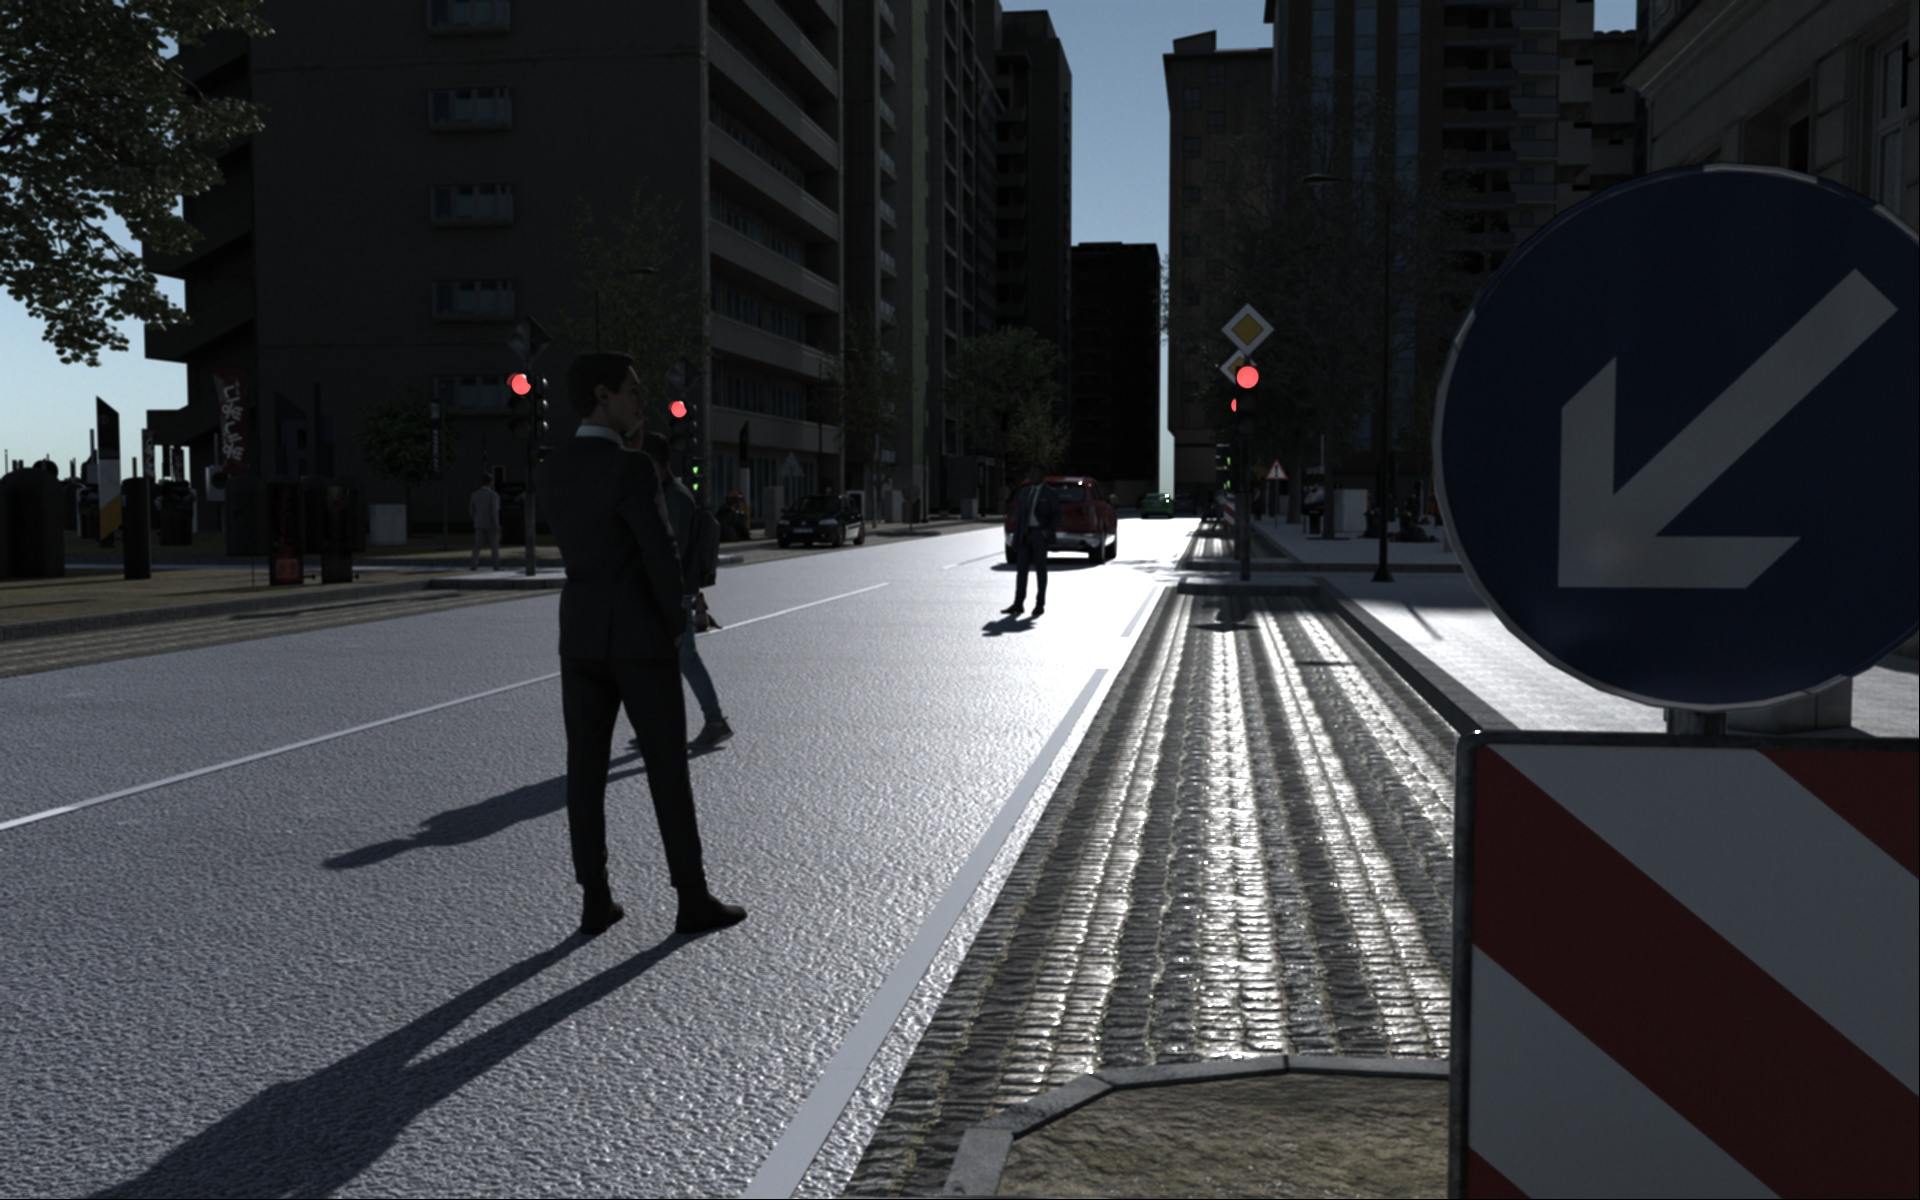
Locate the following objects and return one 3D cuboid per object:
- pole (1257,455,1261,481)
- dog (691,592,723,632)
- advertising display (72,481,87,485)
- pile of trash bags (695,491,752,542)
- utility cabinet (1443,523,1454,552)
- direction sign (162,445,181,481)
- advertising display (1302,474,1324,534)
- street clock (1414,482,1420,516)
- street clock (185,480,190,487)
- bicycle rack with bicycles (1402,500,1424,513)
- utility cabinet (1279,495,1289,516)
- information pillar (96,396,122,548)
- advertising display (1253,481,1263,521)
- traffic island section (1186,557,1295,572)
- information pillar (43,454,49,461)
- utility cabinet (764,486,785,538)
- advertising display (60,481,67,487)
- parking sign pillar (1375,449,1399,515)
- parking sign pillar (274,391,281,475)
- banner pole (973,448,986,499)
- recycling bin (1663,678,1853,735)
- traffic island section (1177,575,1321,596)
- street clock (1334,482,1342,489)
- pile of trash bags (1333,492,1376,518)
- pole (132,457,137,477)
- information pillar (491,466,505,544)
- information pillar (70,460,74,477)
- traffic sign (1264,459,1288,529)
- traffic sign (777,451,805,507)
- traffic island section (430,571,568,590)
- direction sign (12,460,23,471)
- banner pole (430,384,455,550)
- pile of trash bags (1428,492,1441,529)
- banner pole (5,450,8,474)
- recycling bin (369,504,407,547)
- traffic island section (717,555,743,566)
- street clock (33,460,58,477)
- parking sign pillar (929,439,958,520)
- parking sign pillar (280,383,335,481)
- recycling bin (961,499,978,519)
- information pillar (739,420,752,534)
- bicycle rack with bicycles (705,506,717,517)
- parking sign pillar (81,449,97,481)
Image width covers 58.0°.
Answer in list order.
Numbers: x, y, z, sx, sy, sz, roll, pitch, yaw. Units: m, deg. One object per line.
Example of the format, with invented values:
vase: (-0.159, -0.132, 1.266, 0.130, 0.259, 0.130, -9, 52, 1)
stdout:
pole: (15.505, -5.878, 89.953, 0.158, 3.312, 0.155, 0, 3, 0)
dog: (-2.646, 0.117, 18.283, 0.550, 0.427, 0.748, 3, 4, 37)
advertising display: (-42.811, -4.854, 84.570, 0.123, 1.923, 0.974, 2, 4, 35)
pile of trash bags: (-6.595, -2.306, 47.464, 1.912, 1.369, 3.447, 1, 4, 9)
utility cabinet: (11.262, -1.665, 38.388, 1.020, 1.237, 0.306, 0, 4, 5)
direction sign: (-35.596, -5.279, 78.312, 0.379, 3.537, 0.876, 2, 4, 35)
advertising display: (11.416, -3.086, 55.674, 0.123, 1.923, 0.974, -3, 4, -38)
street clock: (27.146, -5.997, 102.626, 0.471, 2.002, 0.358, -2, 4, -35)
street clock: (-39.944, -5.177, 89.220, 0.358, 2.002, 0.471, 3, 5, 40)
bicycle rack with bicycles: (26.726, -5.279, 99.693, 2.852, 0.926, 2.925, 1, 4, 19)
utility cabinet: (19.067, -5.469, 100.584, 1.020, 1.237, 0.306, 1, 4, 15)
information pillar: (-20.354, -3.062, 41.411, 0.504, 3.616, 0.183, -2, 4, -34)
advertising display: (14.509, -4.842, 84.385, 0.123, 1.923, 0.974, -1, 4, -10)
traffic island section: (5.406, -0.689, 33.552, 2.009, 0.180, 2.903, 1, 4, 8)
information pillar: (-53.112, -6.704, 100.965, 0.183, 3.616, 0.504, -2, 4, -25)
utility cabinet: (-5.418, -2.555, 50.451, 0.318, 1.500, 1.173, -1, 4, -21)
advertising display: (-43.152, -4.739, 82.704, 0.974, 1.923, 0.123, -3, 4, -38)
parking sign pillar: (25.714, -7.085, 104.313, 1.447, 3.967, 1.447, -3, 5, -43)
parking sign pillar: (-17.347, -3.500, 45.702, 1.447, 3.967, 1.447, 3, 5, 39)
banner pole: (0.992, -6.321, 93.363, 0.863, 3.779, 0.401, 1, 4, 15)
recycling bin: (4.455, 0.177, 9.664, 0.722, 1.027, 0.722, -2, 4, -30)
traffic island section: (4.245, -0.206, 25.651, 2.009, 0.180, 2.903, 1, 4, 8)
street clock: (22.599, -6.055, 103.573, 0.471, 2.002, 0.358, -3, 4, -36)
pile of trash bags: (19.805, -4.679, 86.256, 1.912, 1.369, 3.447, 0, 4, -6)
pole: (-45.731, -6.249, 96.019, 0.158, 3.312, 0.155, 0, 3, 0)
information pillar: (-11.926, -2.463, 44.769, 0.304, 2.012, 0.304, -1, 4, -22)
information pillar: (-61.078, -7.822, 119.236, 0.183, 3.616, 0.504, -1, 4, -8)
traffic sign: (11.659, -3.905, 63.849, 0.884, 2.594, 0.081, 1, 4, 10)
traffic sign: (-5.064, -3.175, 51.913, 0.884, 2.594, 0.081, 1, 4, 14)
traffic island section: (-6.777, -0.305, 27.269, 2.009, 0.180, 2.903, 1, 4, 8)
direction sign: (-62.707, -7.545, 115.361, 0.876, 3.537, 0.379, 1, 4, 17)
banner pole: (-11.951, -3.042, 39.761, 0.401, 3.779, 0.863, -3, 5, -44)
pile of trash bags: (18.983, -3.303, 63.750, 3.447, 1.369, 1.912, 2, 4, 25)
banner pole: (-53.943, -6.609, 98.068, 0.401, 3.779, 0.863, -2, 4, -26)
recycling bin: (-14.114, -1.846, 42.739, 0.722, 1.027, 0.722, -2, 4, -33)
traffic island section: (-5.617, -0.788, 35.170, 2.009, 0.180, 2.903, 1, 4, 8)
street clock: (-19.659, -1.999, 37.259, 0.471, 2.002, 0.358, 1, 4, 11)
parking sign pillar: (-0.800, -5.943, 85.633, 1.447, 3.967, 1.447, 0, 4, 1)
parking sign pillar: (-15.788, -3.318, 42.717, 1.447, 3.967, 1.447, -2, 4, -30)
recycling bin: (0.488, -4.760, 90.380, 0.722, 1.027, 0.722, 1, 4, 23)
information pillar: (-6.853, -3.903, 55.165, 0.183, 3.616, 0.504, -3, 4, -37)
bicycle rack with bicycles: (-7.679, -2.368, 52.096, 2.925, 0.926, 2.852, 2, 4, 31)
parking sign pillar: (-52.268, -7.066, 103.996, 1.447, 3.967, 1.447, 0, 4, -2)
